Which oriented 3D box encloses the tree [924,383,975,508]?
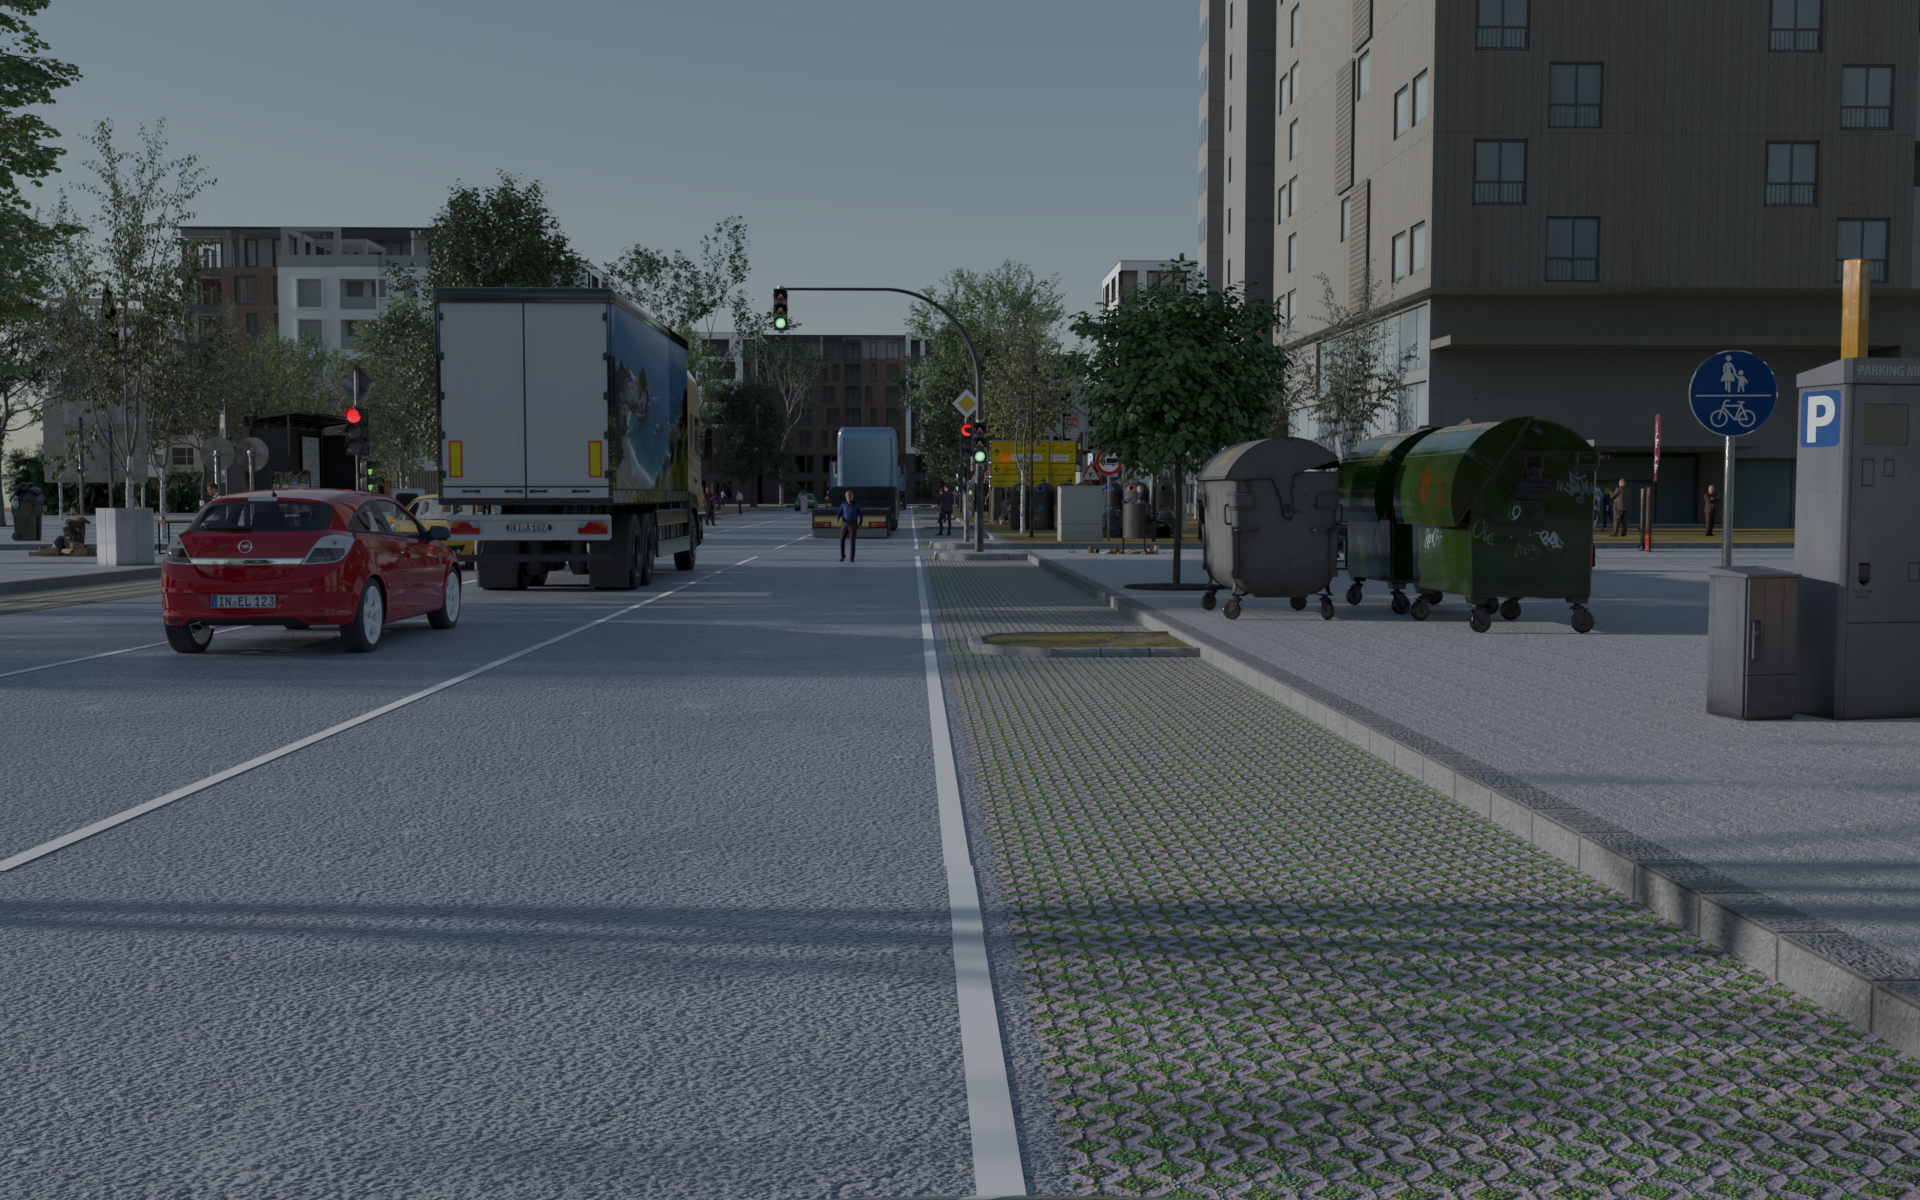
[{"bbox_3d":[0.320,-15.026,163.795,7.486,12.596,7.792,0,3,0],"label":"tree"}]

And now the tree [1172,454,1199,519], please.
[{"bbox_3d":[12.143,-8.490,89.173,4.360,8.622,3.978,0,3,0],"label":"tree"}]

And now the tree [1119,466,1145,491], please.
[{"bbox_3d":[10.089,-9.579,106.987,4.360,8.622,3.978,0,3,0],"label":"tree"}]

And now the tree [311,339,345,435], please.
[{"bbox_3d":[-30.255,-7.956,80.451,4.360,8.622,3.978,0,3,0],"label":"tree"}]

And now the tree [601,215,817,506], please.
[{"bbox_3d":[-17.289,-15.962,116.874,12.611,20.169,13.585,0,3,0],"label":"tree"}]

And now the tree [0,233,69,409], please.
[{"bbox_3d":[-31.313,-7.224,52.518,8.767,10.594,7.601,0,4,-3],"label":"tree"}]

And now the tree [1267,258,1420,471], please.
[{"bbox_3d":[12.454,-6.408,55.127,4.360,8.622,3.978,0,3,0],"label":"tree"}]

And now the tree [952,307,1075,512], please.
[{"bbox_3d":[2.516,-7.255,68.976,4.737,8.622,4.395,0,3,0],"label":"tree"}]

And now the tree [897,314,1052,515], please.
[{"bbox_3d":[0.642,-11.657,107.595,9.611,12.733,9.660,0,3,0],"label":"tree"}]

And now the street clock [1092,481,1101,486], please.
[{"bbox_3d":[6.148,-4.538,78.769,0.471,2.002,0.358,1,4,8],"label":"street clock"}]

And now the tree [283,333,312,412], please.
[{"bbox_3d":[-26.540,-6.974,64.384,4.360,8.622,3.978,0,3,0],"label":"tree"}]

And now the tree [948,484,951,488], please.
[{"bbox_3d":[-0.022,-10.807,127.055,4.737,8.622,4.395,0,3,0],"label":"tree"}]

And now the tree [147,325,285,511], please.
[{"bbox_3d":[-41.634,-9.853,95.506,7.601,10.594,8.767,0,4,7],"label":"tree"}]

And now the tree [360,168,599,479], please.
[{"bbox_3d":[-16.214,-8.836,61.469,9.611,12.733,9.660,0,3,0],"label":"tree"}]

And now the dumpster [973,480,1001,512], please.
[{"bbox_3d":[1.448,-5.522,92.786,1.502,2.255,1.985,0,4,-2],"label":"dumpster"}]

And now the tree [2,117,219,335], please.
[{"bbox_3d":[-16.318,-5.082,33.454,4.360,8.622,3.978,0,3,0],"label":"tree"}]

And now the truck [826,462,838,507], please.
[{"bbox_3d":[-9.340,-9.090,138.377,2.967,4.110,18.799,0,4,-3],"label":"truck"}]

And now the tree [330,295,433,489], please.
[{"bbox_3d":[-31.743,-11.024,98.371,7.486,12.596,7.792,0,3,0],"label":"tree"}]

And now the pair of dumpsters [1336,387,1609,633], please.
[{"bbox_3d":[5.144,-0.943,17.918,1.574,2.255,4.437,0,4,-2],"label":"pair of dumpsters"}]

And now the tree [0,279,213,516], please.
[{"bbox_3d":[-55.482,-12.703,109.515,13.155,14.587,18.604,-1,4,-9],"label":"tree"}]

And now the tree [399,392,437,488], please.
[{"bbox_3d":[-24.280,-8.083,82.515,4.737,8.622,4.395,0,3,0],"label":"tree"}]

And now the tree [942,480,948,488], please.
[{"bbox_3d":[-0.300,-11.926,145.358,4.360,8.622,3.978,0,3,0],"label":"tree"}]

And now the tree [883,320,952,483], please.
[{"bbox_3d":[-1.886,-20.156,185.437,12.611,20.169,13.585,0,3,0],"label":"tree"}]

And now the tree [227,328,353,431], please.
[{"bbox_3d":[-41.745,-11.144,107.953,9.928,11.665,9.643,0,3,0],"label":"tree"}]

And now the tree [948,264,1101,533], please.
[{"bbox_3d":[2.281,-6.488,56.447,4.360,8.622,3.978,0,3,0],"label":"tree"}]

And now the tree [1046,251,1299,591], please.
[{"bbox_3d":[2.878,-2.434,23.517,4.285,4.588,4.351,0,3,0],"label":"tree"}]

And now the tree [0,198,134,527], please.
[{"bbox_3d":[-37.613,-9.597,67.275,12.009,13.543,11.850,0,3,0],"label":"tree"}]

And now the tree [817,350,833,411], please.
[{"bbox_3d":[-20.262,-20.533,191.599,12.611,20.169,13.585,0,3,0],"label":"tree"}]

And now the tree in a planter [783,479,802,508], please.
[{"bbox_3d":[-16.866,-10.871,174.956,1.991,3.239,1.994,0,4,-2],"label":"tree in a planter"}]

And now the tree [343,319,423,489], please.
[{"bbox_3d":[-22.909,-7.402,71.386,4.360,8.622,3.978,0,3,0],"label":"tree"}]

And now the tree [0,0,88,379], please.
[{"bbox_3d":[-15.503,-6.414,22.995,7.486,12.596,7.792,0,3,0],"label":"tree"}]

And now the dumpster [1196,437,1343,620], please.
[{"bbox_3d":[3.266,-0.768,18.321,1.264,1.857,1.865,0,4,-2],"label":"dumpster"}]

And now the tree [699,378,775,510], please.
[{"bbox_3d":[-19.037,-12.479,138.441,7.601,10.594,8.767,2,4,25],"label":"tree"}]

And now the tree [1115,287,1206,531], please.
[{"bbox_3d":[7.636,-6.739,60.540,4.737,8.622,4.395,0,3,0],"label":"tree"}]

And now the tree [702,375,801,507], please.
[{"bbox_3d":[-20.001,-15.257,166.465,9.611,12.733,9.660,0,3,0],"label":"tree"}]

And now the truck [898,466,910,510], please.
[{"bbox_3d":[-6.247,-10.370,159.314,2.967,4.110,18.799,0,4,-1],"label":"truck"}]

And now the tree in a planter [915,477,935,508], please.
[{"bbox_3d":[-3.562,-10.890,175.278,1.991,3.239,1.994,0,4,-2],"label":"tree in a planter"}]

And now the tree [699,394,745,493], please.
[{"bbox_3d":[-18.163,-10.849,127.746,4.360,8.622,3.978,0,3,0],"label":"tree"}]

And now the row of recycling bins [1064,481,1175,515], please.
[{"bbox_3d":[5.308,-3.017,56.435,3.534,1.692,1.069,2,4,25],"label":"row of recycling bins"}]

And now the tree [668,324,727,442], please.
[{"bbox_3d":[-17.732,-10.962,104.990,9.928,11.665,9.643,0,3,0],"label":"tree"}]

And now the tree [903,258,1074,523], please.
[{"bbox_3d":[1.462,-9.300,77.803,9.928,11.665,9.643,0,3,0],"label":"tree"}]

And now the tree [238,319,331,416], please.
[{"bbox_3d":[-28.236,-7.478,72.635,4.737,8.622,4.395,0,3,0],"label":"tree"}]

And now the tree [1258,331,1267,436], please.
[{"bbox_3d":[12.217,-7.220,68.404,4.360,8.622,3.978,0,3,0],"label":"tree"}]

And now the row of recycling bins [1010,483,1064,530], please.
[{"bbox_3d":[3.370,-3.351,61.901,3.534,1.692,1.069,2,4,32],"label":"row of recycling bins"}]
